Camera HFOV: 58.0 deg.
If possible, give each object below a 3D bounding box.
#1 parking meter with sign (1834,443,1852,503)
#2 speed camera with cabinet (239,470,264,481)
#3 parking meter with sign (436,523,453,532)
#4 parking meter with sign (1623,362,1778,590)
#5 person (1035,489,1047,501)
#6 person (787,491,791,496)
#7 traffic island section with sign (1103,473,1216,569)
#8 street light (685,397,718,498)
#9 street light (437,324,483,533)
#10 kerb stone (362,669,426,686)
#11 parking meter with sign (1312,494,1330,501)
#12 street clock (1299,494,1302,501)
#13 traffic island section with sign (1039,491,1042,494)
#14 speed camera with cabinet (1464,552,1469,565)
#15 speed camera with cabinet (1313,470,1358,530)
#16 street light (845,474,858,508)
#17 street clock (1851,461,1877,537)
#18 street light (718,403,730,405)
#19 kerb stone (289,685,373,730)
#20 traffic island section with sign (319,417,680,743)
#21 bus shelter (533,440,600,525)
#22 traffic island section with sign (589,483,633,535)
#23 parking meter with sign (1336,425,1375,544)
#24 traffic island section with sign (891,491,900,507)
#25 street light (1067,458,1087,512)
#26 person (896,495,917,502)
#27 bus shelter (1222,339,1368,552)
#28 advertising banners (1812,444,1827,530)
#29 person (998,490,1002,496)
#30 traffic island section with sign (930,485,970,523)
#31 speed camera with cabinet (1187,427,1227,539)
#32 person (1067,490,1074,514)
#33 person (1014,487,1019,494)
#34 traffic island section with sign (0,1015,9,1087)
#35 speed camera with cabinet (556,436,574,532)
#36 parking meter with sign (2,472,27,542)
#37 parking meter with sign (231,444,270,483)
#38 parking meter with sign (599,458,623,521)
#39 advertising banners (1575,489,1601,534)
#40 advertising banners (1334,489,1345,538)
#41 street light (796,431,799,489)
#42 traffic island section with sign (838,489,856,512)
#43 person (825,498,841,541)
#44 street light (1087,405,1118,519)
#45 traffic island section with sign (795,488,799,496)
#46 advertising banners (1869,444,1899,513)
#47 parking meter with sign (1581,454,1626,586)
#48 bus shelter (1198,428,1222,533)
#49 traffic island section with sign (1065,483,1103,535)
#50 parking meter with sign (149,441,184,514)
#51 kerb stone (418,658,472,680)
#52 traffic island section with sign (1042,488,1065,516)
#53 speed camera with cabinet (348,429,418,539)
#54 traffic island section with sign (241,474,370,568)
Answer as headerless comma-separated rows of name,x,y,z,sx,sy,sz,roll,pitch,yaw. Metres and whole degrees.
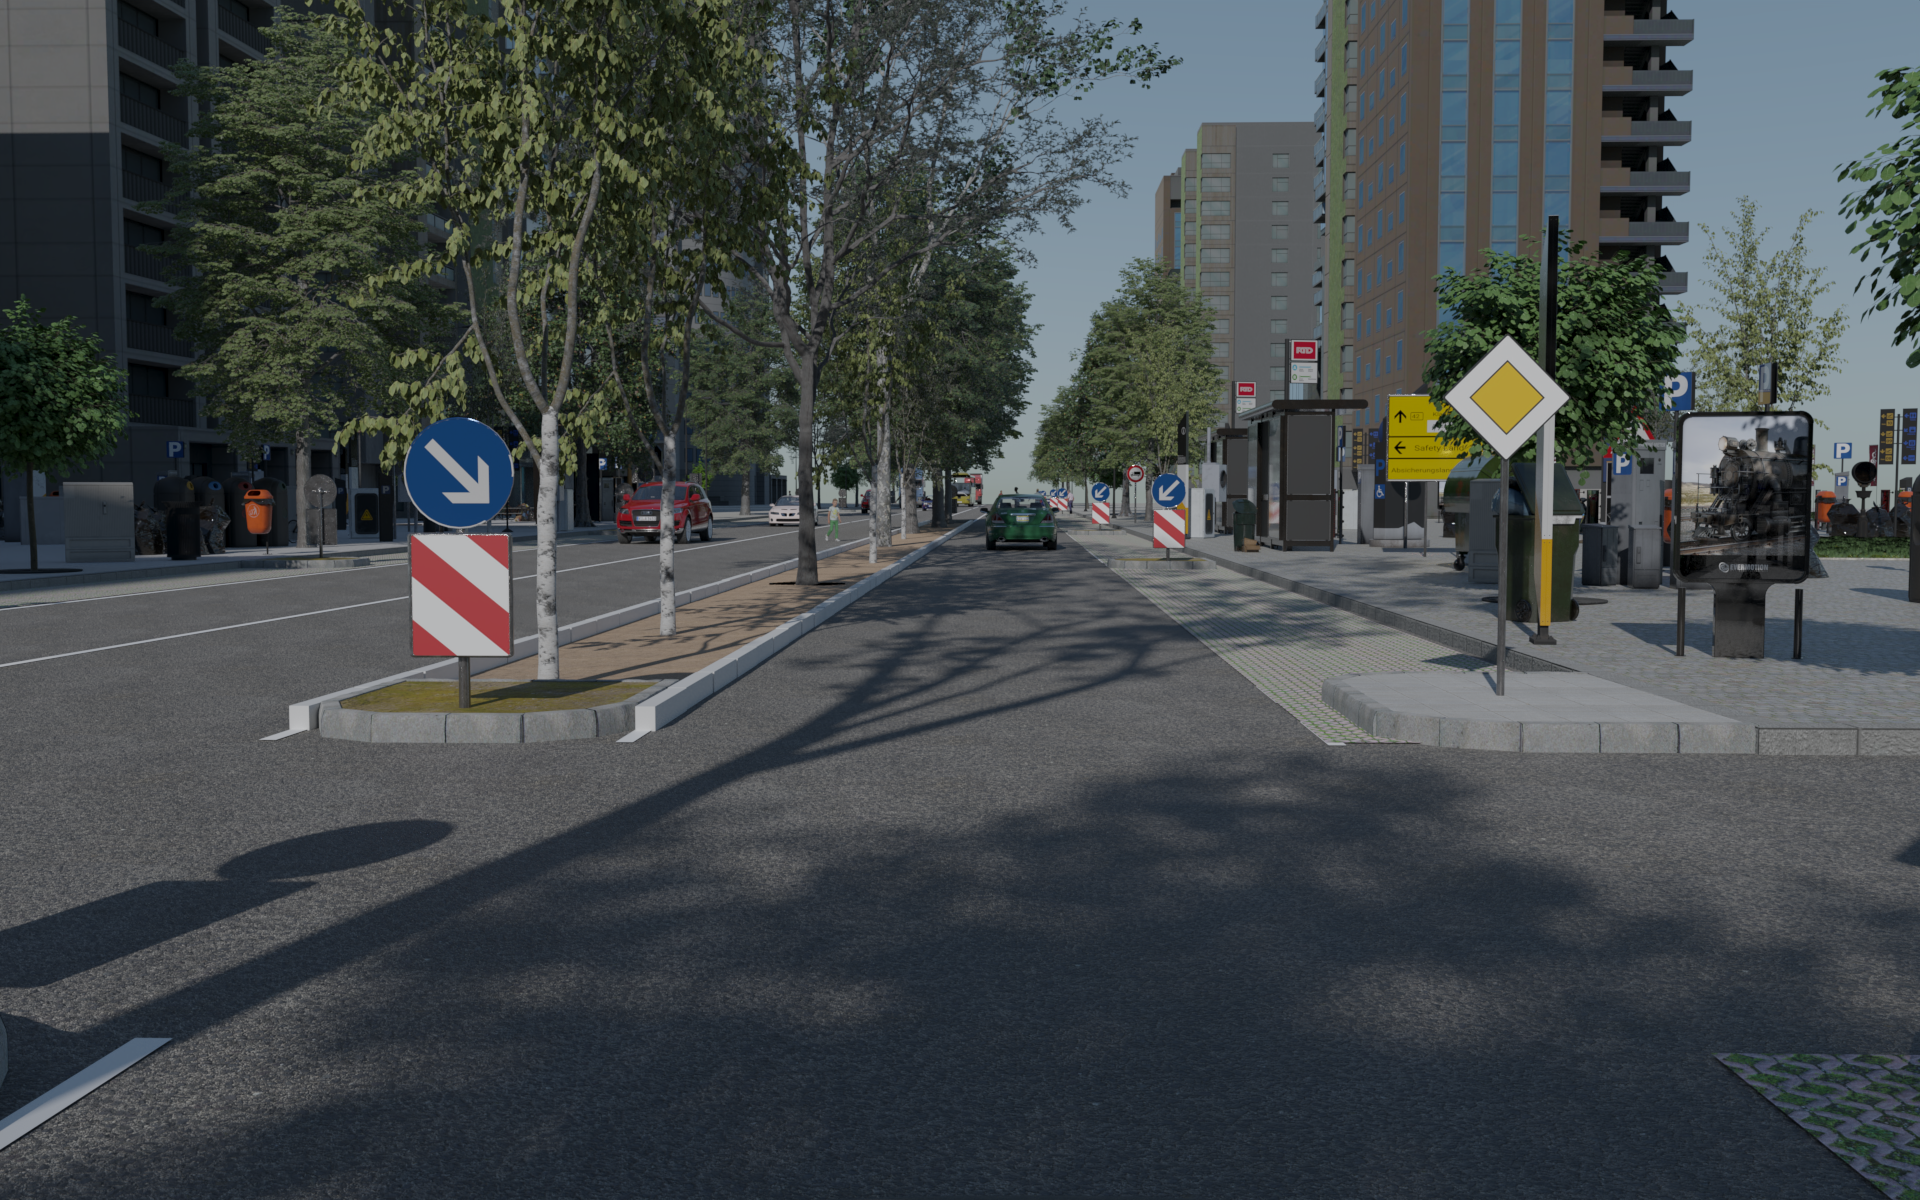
parking meter with sign,29.475,-3.773,57.944,0.543,3.016,1.738,2,4,28
speed camera with cabinet,-26.406,-4.379,65.931,0.660,3.252,2.038,2,4,26
parking meter with sign,-17.769,-3.868,59.507,0.543,3.016,1.738,0,4,-3
parking meter with sign,9.967,-1.655,23.318,1.738,3.016,0.543,1,4,9
person,5.413,-6.864,120.808,1.350,1.814,0.705,0,4,1
person,-16.426,-9.585,165.748,0.750,1.759,0.617,1,4,22
traffic island section with sign,3.891,-1.535,33.729,1.989,1.847,2.006,0,4,2
street light,-12.579,-6.760,83.059,1.470,5.913,1.316,0,4,2
street light,-13.745,-4.586,47.523,1.470,5.913,1.316,0,4,2
kerb stone,-3.953,0.622,12.022,0.120,0.150,1.000,0,4,2
parking meter with sign,13.402,-4.170,64.438,1.738,3.016,0.543,3,5,40
street clock,10.399,-2.960,52.963,0.471,2.002,0.358,-1,4,-18
traffic island section with sign,7.339,-7.905,137.878,1.989,1.847,2.006,0,4,2
speed camera with cabinet,9.805,-2.291,31.788,0.660,3.252,2.038,2,4,30
speed camera with cabinet,13.597,-4.128,61.821,0.660,3.252,2.038,-3,5,-42
street light,-9.992,-11.473,160.130,1.470,5.913,1.316,0,4,2
street clock,19.964,-2.062,38.284,0.471,2.002,0.358,1,4,12
street light,-12.385,-7.074,88.204,1.470,5.913,1.316,0,4,2
kerb stone,-3.989,0.685,10.997,0.120,0.150,1.000,0,4,2
traffic island section with sign,-2.943,-0.170,10.915,2.006,1.907,1.989,0,4,2
bus shelter,-17.002,-5.171,75.828,1.731,3.624,6.357,0,4,2
traffic island section with sign,-11.897,-3.206,61.043,1.989,1.847,2.006,0,4,2
parking meter with sign,10.558,-2.935,44.253,1.738,3.016,0.543,0,4,-1
traffic island section with sign,-7.519,-11.287,193.176,1.989,1.847,2.006,0,4,2
street light,8.674,-9.437,126.843,1.470,5.913,1.316,0,4,2
person,-3.204,-5.772,102.891,1.348,1.821,0.705,1,4,16
bus shelter,8.124,-3.970,42.548,2.179,5.291,8.768,0,4,2
advertising banners,30.438,-3.989,61.404,0.090,3.025,2.074,3,5,43
person,4.404,-10.729,183.851,1.348,1.831,0.705,-3,5,-44
traffic island section with sign,-0.466,-4.763,86.012,2.006,1.907,1.989,0,4,2
speed camera with cabinet,7.219,-3.446,50.672,0.660,3.252,2.038,2,4,27
person,7.148,-6.335,113.023,0.756,1.711,0.436,-3,5,-44
person,2.710,-4.587,83.841,0.374,1.781,0.599,1,4,17
traffic island section with sign,-3.198,0.283,3.512,2.006,1.907,1.989,0,4,2
speed camera with cabinet,-13.764,-3.977,59.353,0.660,3.252,2.038,0,4,0
parking meter with sign,-25.136,-3.054,46.202,1.738,3.016,0.543,-2,4,-28
parking meter with sign,-25.250,-3.961,61.016,1.738,3.016,0.543,0,4,2
parking meter with sign,-16.741,-5.221,81.624,0.543,3.016,1.738,3,5,44
advertising banners,18.825,-3.479,53.063,2.074,3.025,0.090,-1,4,-22
advertising banners,10.988,-3.350,50.955,0.090,3.025,2.074,0,4,-3
street light,-11.222,-9.281,124.287,1.470,5.913,1.316,0,4,2
traffic island section with sign,-9.341,-7.910,137.955,1.989,1.847,2.006,0,4,2
person,-3.840,-2.428,52.448,0.590,1.304,0.306,3,5,45
street light,7.535,-7.221,90.611,1.470,5.913,1.316,0,4,2
traffic island section with sign,-10.229,-6.259,110.967,1.989,1.847,2.006,0,4,2
advertising banners,32.383,-3.937,60.556,0.090,3.025,2.074,0,4,-5
parking meter with sign,9.581,-1.729,24.536,1.738,3.016,0.543,-2,4,-30
bus shelter,9.373,-4.992,59.256,2.179,5.291,8.768,0,4,2
traffic island section with sign,4.796,-3.196,60.881,1.989,1.847,2.006,0,4,2
parking meter with sign,-25.793,-3.670,56.260,0.543,3.016,1.738,0,4,-2
kerb stone,-3.916,0.560,13.051,0.120,0.150,1.000,0,4,2
traffic island section with sign,6.438,-6.258,110.938,1.989,1.847,2.006,0,4,2
speed camera with cabinet,-16.625,-3.413,50.143,2.038,3.252,0.660,-2,4,-23
traffic island section with sign,-12.779,-1.558,34.102,1.989,1.847,2.006,0,4,2
